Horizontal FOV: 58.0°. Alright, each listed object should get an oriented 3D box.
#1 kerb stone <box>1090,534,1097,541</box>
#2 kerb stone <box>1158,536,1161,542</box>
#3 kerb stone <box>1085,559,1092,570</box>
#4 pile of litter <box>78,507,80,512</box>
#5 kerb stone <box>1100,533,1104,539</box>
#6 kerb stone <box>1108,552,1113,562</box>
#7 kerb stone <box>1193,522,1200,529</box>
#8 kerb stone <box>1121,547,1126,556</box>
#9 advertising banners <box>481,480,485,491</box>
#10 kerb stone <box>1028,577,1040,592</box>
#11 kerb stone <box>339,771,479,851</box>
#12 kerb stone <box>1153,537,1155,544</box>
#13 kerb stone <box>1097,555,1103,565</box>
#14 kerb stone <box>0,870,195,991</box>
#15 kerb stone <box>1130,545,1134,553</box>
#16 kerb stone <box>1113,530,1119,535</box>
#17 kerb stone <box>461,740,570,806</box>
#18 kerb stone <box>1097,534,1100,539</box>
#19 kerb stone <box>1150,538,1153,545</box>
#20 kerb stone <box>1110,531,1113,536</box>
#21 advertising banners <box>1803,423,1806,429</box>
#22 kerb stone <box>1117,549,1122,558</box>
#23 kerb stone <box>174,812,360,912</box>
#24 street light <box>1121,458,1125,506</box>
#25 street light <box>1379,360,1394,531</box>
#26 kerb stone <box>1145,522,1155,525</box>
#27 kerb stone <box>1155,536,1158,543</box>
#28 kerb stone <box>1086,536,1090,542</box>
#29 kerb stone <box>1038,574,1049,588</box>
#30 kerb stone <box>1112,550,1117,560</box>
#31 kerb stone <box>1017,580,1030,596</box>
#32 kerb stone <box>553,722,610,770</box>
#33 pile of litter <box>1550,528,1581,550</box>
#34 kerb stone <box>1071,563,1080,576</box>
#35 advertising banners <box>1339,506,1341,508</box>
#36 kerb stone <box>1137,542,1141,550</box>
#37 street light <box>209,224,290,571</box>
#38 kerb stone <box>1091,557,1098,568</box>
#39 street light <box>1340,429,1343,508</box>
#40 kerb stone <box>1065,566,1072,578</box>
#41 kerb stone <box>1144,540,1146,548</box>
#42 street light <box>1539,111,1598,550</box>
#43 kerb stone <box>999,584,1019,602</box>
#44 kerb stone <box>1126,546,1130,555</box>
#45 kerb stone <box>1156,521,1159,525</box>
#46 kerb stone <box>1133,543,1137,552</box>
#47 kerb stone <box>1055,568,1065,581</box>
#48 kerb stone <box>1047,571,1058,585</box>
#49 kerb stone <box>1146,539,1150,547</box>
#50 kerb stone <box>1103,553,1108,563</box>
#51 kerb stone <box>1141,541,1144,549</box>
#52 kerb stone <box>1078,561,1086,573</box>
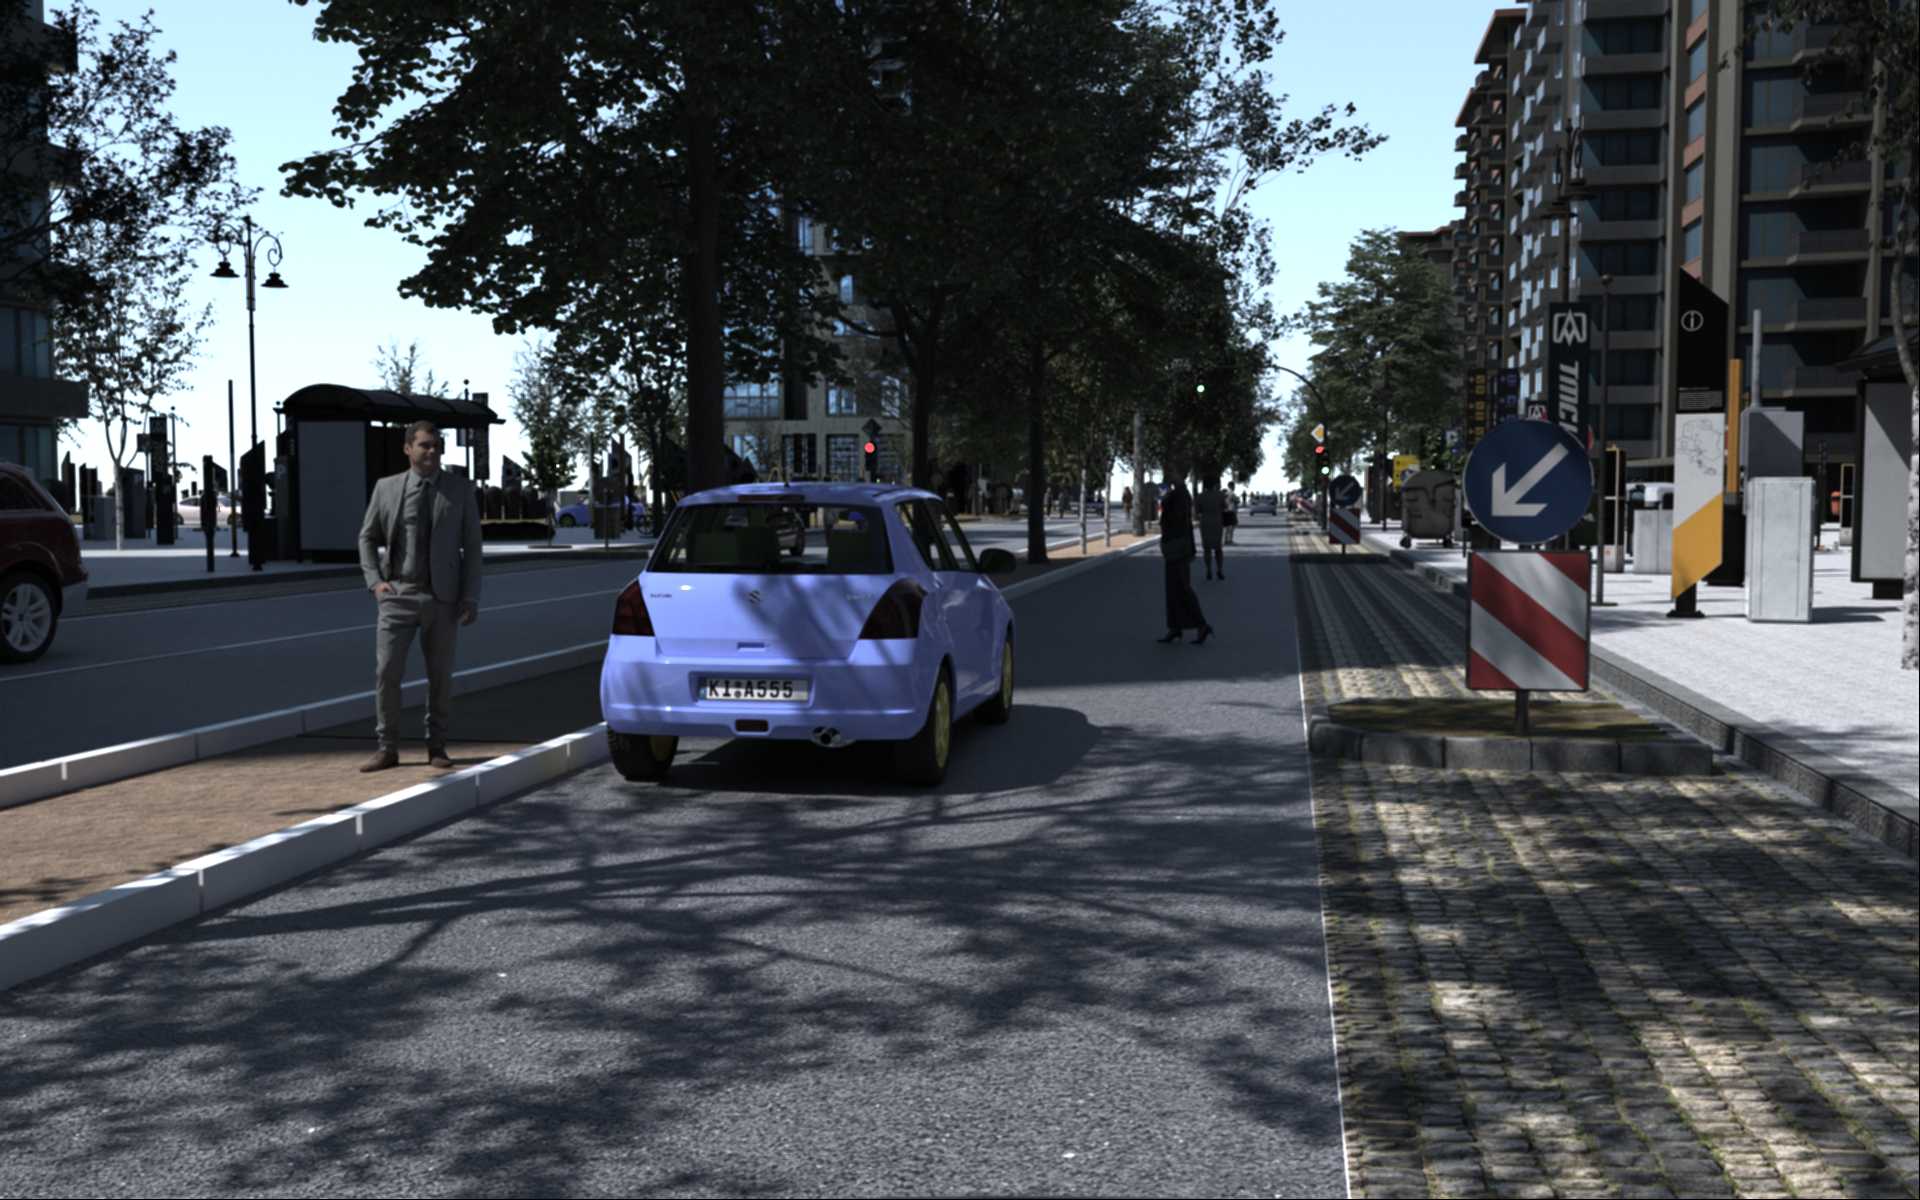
[{"bbox_3d":[4.017,-1.895,53.185,0.120,0.150,1.000,1,4,11],"label":"kerb stone"},{"bbox_3d":[5.719,-1.743,50.805,0.120,0.150,1.000,1,4,11],"label":"kerb stone"},{"bbox_3d":[2.331,-0.639,32.649,0.120,0.150,1.000,1,4,11],"label":"kerb stone"},{"bbox_3d":[-61.017,-6.572,121.416,1.176,0.858,1.719,2,4,35],"label":"pile of litter"},{"bbox_3d":[4.392,-2.019,55.199,0.120,0.150,1.000,1,4,11],"label":"kerb stone"},{"bbox_3d":[3.083,-0.887,36.695,0.120,0.150,1.000,1,4,11],"label":"kerb stone"},{"bbox_3d":[10.313,-3.251,75.494,0.120,0.150,1.000,1,4,11],"label":"kerb stone"},{"bbox_3d":[3.638,-1.069,39.718,0.120,0.150,1.000,1,4,11],"label":"kerb stone"},{"bbox_3d":[-41.897,-9.440,150.527,0.090,3.025,2.074,2,4,30],"label":"advertising banners"},{"bbox_3d":[1.013,-0.208,25.596,0.120,0.150,1.000,1,4,11],"label":"kerb stone"},{"bbox_3d":[-2.366,0.902,7.448,0.120,0.150,1.000,1,4,11],"label":"kerb stone"},{"bbox_3d":[5.332,-1.626,48.797,0.120,0.150,1.000,1,4,11],"label":"kerb stone"},{"bbox_3d":[2.704,-0.762,34.677,0.120,0.150,1.000,1,4,11],"label":"kerb stone"},{"bbox_3d":[-2.746,1.028,5.428,0.120,0.150,1.000,1,4,11],"label":"kerb stone"},{"bbox_3d":[4.022,-1.195,41.734,0.120,0.150,1.000,1,4,11],"label":"kerb stone"},{"bbox_3d":[5.334,-2.327,60.258,0.120,0.150,1.000,1,4,11],"label":"kerb stone"},{"bbox_3d":[-2.175,0.841,8.453,0.120,0.150,1.000,1,4,11],"label":"kerb stone"},{"bbox_3d":[4.198,-1.957,54.192,0.120,0.150,1.000,1,4,11],"label":"kerb stone"},{"bbox_3d":[5.146,-1.565,47.788,0.120,0.150,1.000,1,4,11],"label":"kerb stone"},{"bbox_3d":[4.962,-2.204,58.232,0.120,0.150,1.000,1,4,11],"label":"kerb stone"},{"bbox_3d":[19.658,-2.836,42.552,2.074,3.025,0.090,0,4,8],"label":"advertising banners"},{"bbox_3d":[3.460,-1.010,38.711,0.120,0.150,1.000,1,4,11],"label":"kerb stone"},{"bbox_3d":[-2.559,0.964,6.433,0.120,0.150,1.000,1,4,11],"label":"kerb stone"},{"bbox_3d":[17.501,-13.032,185.856,0.468,5.910,1.993,1,4,11],"label":"street light"},{"bbox_3d":[14.692,-5.319,59.761,0.468,5.910,1.993,1,4,11],"label":"street light"},{"bbox_3d":[8.430,-3.339,76.873,0.120,0.150,1.000,1,4,11],"label":"kerb stone"},{"bbox_3d":[5.520,-1.686,49.802,0.120,0.150,1.000,1,4,11],"label":"kerb stone"},{"bbox_3d":[3.646,-1.772,51.174,0.120,0.150,1.000,1,4,11],"label":"kerb stone"},{"bbox_3d":[1.200,-0.265,26.617,0.120,0.150,1.000,1,4,11],"label":"kerb stone"},{"bbox_3d":[3.264,-0.948,37.708,0.120,0.150,1.000,1,4,11],"label":"kerb stone"},{"bbox_3d":[0.826,-0.146,24.590,0.120,0.150,1.000,1,4,11],"label":"kerb stone"},{"bbox_3d":[-1.990,0.779,9.466,0.120,0.150,1.000,1,4,11],"label":"kerb stone"},{"bbox_3d":[10.085,-0.970,29.823,1.719,0.858,1.176,-3,4,-38],"label":"pile of litter"},{"bbox_3d":[1.953,-0.511,30.640,0.120,0.150,1.000,1,4,11],"label":"kerb stone"},{"bbox_3d":[23.436,-6.751,106.560,0.090,3.025,2.074,1,4,17],"label":"advertising banners"},{"bbox_3d":[4.397,-1.319,43.757,0.120,0.150,1.000,1,4,11],"label":"kerb stone"},{"bbox_3d":[-11.773,-3.429,28.850,0.468,5.910,1.993,1,4,11],"label":"street light"},{"bbox_3d":[2.515,-0.701,33.658,0.120,0.150,1.000,1,4,11],"label":"kerb stone"},{"bbox_3d":[22.782,-7.974,103.167,0.468,5.910,1.993,1,4,11],"label":"street light"},{"bbox_3d":[1.762,-0.452,29.633,0.120,0.150,1.000,1,4,11],"label":"kerb stone"},{"bbox_3d":[4.762,-1.442,45.768,0.120,0.150,1.000,1,4,11],"label":"kerb stone"},{"bbox_3d":[7.486,-2.976,21.450,0.468,5.910,1.993,1,4,11],"label":"street light"},{"bbox_3d":[0.639,-0.085,23.585,0.120,0.150,1.000,1,4,11],"label":"kerb stone"},{"bbox_3d":[3.842,-1.133,40.728,0.120,0.150,1.000,1,4,11],"label":"kerb stone"},{"bbox_3d":[9.004,-3.529,79.901,0.120,0.150,1.000,1,4,11],"label":"kerb stone"},{"bbox_3d":[4.207,-1.257,42.739,0.120,0.150,1.000,1,4,11],"label":"kerb stone"},{"bbox_3d":[1.577,-0.393,28.627,0.120,0.150,1.000,1,4,11],"label":"kerb stone"},{"bbox_3d":[1.396,-0.332,27.620,0.120,0.150,1.000,1,4,11],"label":"kerb stone"},{"bbox_3d":[4.957,-1.503,46.781,0.120,0.150,1.000,1,4,11],"label":"kerb stone"},{"bbox_3d":[2.887,-0.825,35.683,0.120,0.150,1.000,1,4,11],"label":"kerb stone"},{"bbox_3d":[4.583,-1.380,44.762,0.120,0.150,1.000,1,4,11],"label":"kerb stone"},{"bbox_3d":[2.146,-0.574,31.644,0.120,0.150,1.000,1,4,11],"label":"kerb stone"}]
